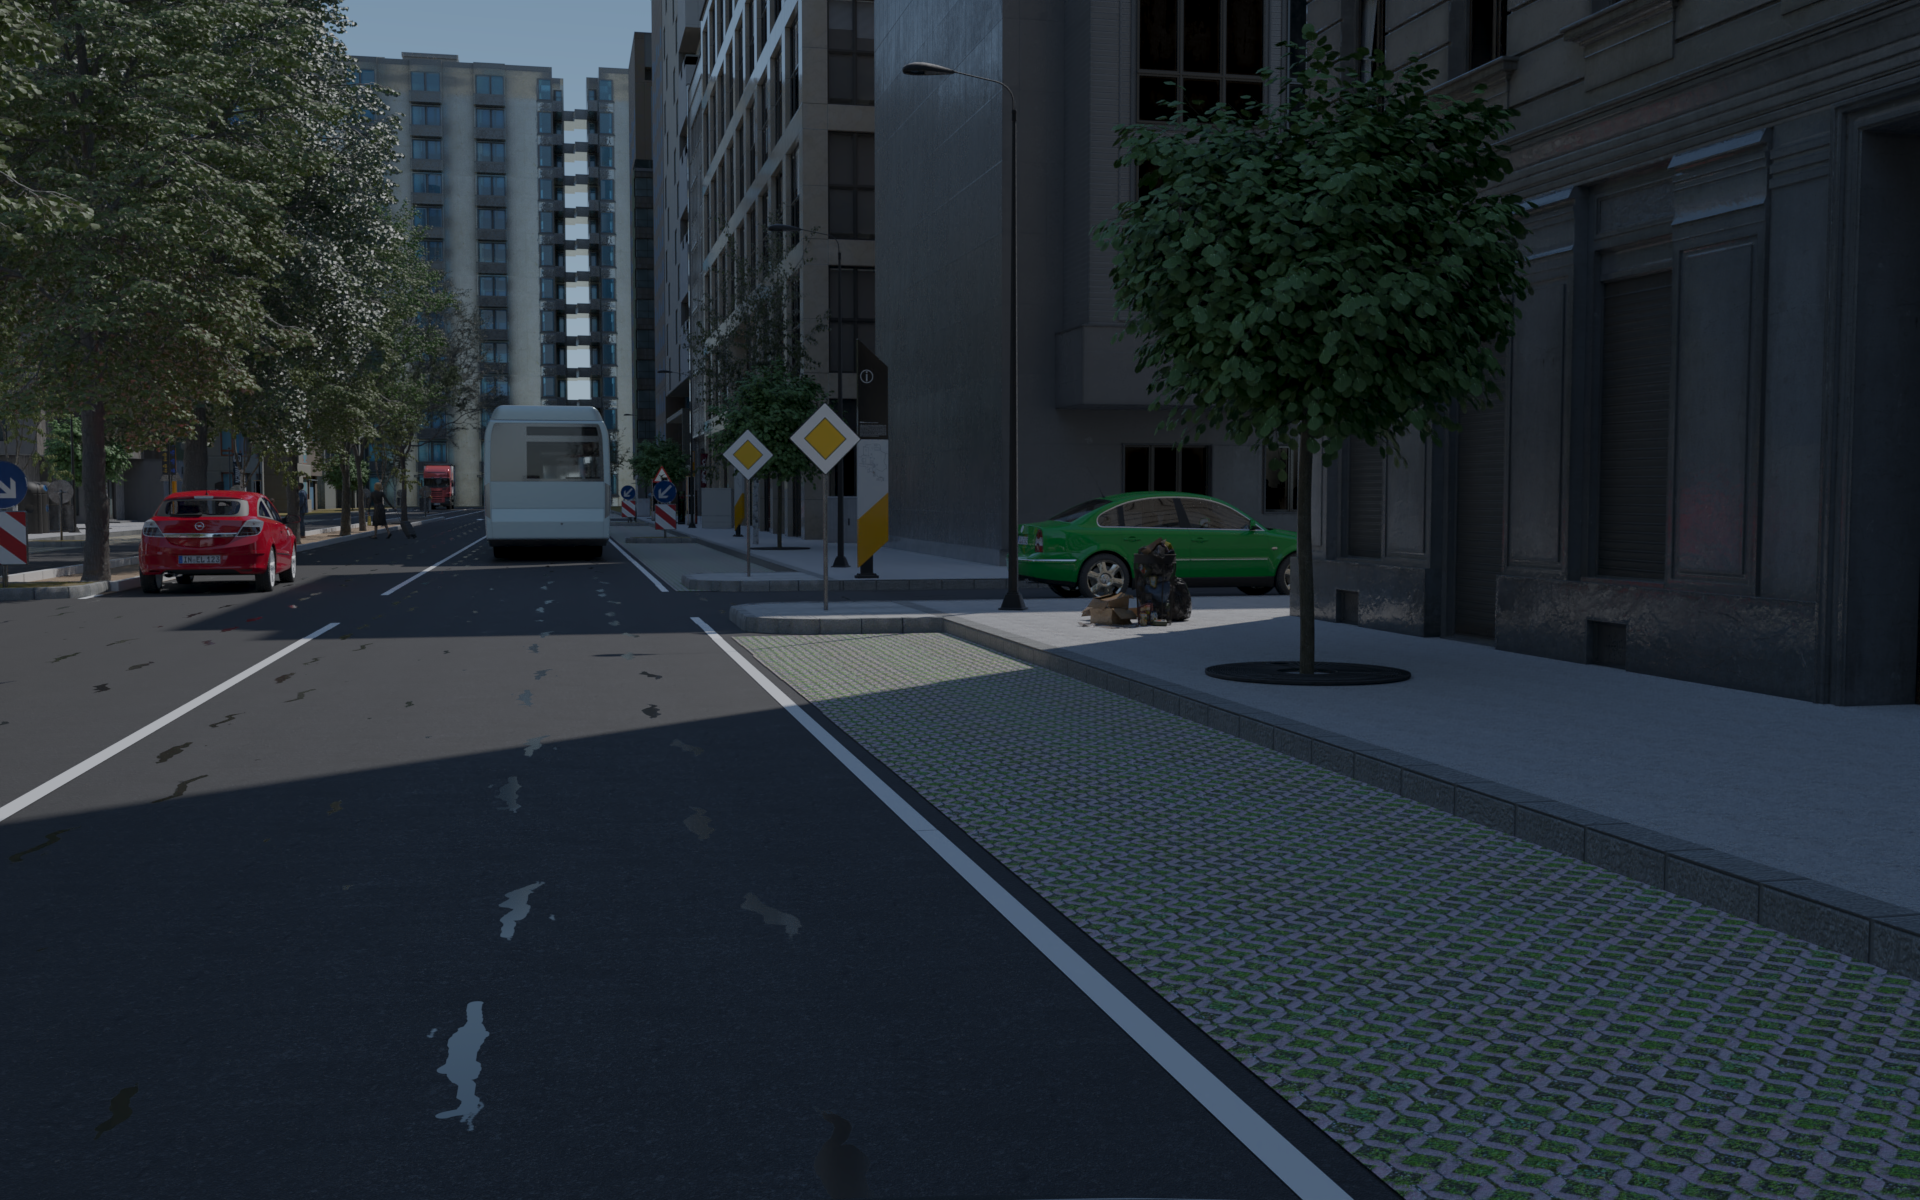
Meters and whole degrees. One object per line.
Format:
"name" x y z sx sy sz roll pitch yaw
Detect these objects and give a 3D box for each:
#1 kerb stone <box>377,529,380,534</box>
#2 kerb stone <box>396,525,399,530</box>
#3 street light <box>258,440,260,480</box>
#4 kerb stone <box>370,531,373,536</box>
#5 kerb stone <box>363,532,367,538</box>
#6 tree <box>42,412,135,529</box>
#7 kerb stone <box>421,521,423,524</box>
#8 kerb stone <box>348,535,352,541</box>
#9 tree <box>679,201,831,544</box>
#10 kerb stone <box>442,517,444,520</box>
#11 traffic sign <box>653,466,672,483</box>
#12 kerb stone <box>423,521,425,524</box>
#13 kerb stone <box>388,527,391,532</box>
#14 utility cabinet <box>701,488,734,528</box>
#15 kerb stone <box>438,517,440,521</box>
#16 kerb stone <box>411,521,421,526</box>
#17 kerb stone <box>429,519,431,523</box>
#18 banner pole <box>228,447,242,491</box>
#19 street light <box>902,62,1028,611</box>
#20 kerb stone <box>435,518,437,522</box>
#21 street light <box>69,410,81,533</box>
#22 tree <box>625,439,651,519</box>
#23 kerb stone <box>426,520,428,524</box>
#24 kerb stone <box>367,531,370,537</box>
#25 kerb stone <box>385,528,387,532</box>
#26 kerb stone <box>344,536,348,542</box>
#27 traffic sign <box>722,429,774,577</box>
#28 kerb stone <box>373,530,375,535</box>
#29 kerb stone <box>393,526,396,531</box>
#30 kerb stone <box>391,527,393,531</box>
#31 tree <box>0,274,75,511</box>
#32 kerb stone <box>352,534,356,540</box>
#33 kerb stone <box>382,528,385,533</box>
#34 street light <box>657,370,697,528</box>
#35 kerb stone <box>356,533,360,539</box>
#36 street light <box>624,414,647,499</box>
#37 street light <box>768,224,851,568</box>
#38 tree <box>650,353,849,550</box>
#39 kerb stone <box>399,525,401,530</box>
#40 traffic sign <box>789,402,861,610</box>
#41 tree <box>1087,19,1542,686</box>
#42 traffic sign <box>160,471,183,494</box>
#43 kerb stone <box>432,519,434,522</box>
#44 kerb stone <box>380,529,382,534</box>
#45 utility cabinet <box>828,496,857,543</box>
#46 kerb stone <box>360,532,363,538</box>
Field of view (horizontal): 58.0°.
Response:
"kerb stone" -20.586 -2.363 60.832 0.120 0.150 1.000 -1 4 -13
"kerb stone" -22.197 -2.791 67.828 0.120 0.150 1.000 -1 4 -13
"street light" -36.997 -7.358 92.846 1.470 5.913 1.316 -1 4 -13
"kerb stone" -20.127 -2.240 58.833 0.120 0.150 1.000 -1 4 -13
"kerb stone" -19.660 -2.118 56.837 0.120 0.150 1.000 -1 4 -13
"tree" -32.001 -4.885 63.583 4.285 4.588 4.351 0 3 0
"kerb stone" -24.984 -3.522 79.831 0.120 0.150 1.000 -1 4 -13
"kerb stone" -18.742 -1.871 52.846 0.120 0.150 1.000 -1 4 -13
"tree" -5.258 -5.741 44.233 4.360 8.622 3.978 0 3 0
"kerb stone" -28.212 -4.381 93.822 0.120 0.150 1.000 -1 4 -13
"traffic sign" -13.720 -4.880 79.790 0.884 2.594 0.081 -1 4 -9
"kerb stone" -25.208 -3.586 80.829 0.120 0.150 1.000 -1 4 -13
"kerb stone" -21.516 -2.608 64.830 0.120 0.150 1.000 -1 4 -13
"utility cabinet" -8.972 -3.397 64.225 1.173 1.500 0.318 1 4 14
"kerb stone" -27.523 -4.197 90.821 0.120 0.150 1.000 -1 4 -13
"kerb stone" -24.753 -3.464 78.835 0.120 0.150 1.000 -1 4 -13
"kerb stone" -26.134 -3.824 84.824 0.120 0.150 1.000 -1 4 -13
"banner pole" -38.682 -6.259 92.359 0.863 3.779 0.401 -1 4 -21
"street light" 0.062 -2.838 18.936 1.470 5.913 1.316 -1 4 -13
"kerb stone" -27.064 -4.074 88.826 0.120 0.150 1.000 -1 4 -13
"street light" -28.810 -5.187 57.349 1.470 5.913 1.316 -1 4 -13
"tree" -15.597 -6.494 89.897 4.285 4.588 4.351 0 3 0
"kerb stone" -25.668 -3.708 82.824 0.120 0.150 1.000 -1 4 -13
"kerb stone" -19.899 -2.180 57.833 0.120 0.150 1.000 -1 4 -13
"kerb stone" -21.294 -2.547 63.832 0.120 0.150 1.000 -1 4 -13
"kerb stone" -18.512 -1.814 51.848 0.120 0.150 1.000 -1 4 -13
"traffic sign" -3.281 -1.418 26.827 0.795 2.450 0.064 -1 4 -13
"kerb stone" -20.360 -2.296 59.832 0.120 0.150 1.000 -1 4 -13
"kerb stone" -21.979 -2.730 66.829 0.120 0.150 1.000 -1 4 -13
"kerb stone" -21.748 -2.669 65.833 0.120 0.150 1.000 -1 4 -13
"tree" -28.966 -6.282 53.075 4.737 8.622 4.395 0 3 0
"kerb stone" -18.973 -1.930 53.842 0.120 0.150 1.000 -1 4 -13
"kerb stone" -21.052 -2.481 62.839 0.120 0.150 1.000 -1 4 -13
"street light" -10.628 -5.657 65.029 1.470 5.913 1.316 -1 4 -13
"kerb stone" -19.207 -1.997 54.843 0.120 0.150 1.000 -1 4 -13
"street light" -18.748 -7.817 100.351 1.470 5.913 1.316 -1 4 -13
"street light" -2.618 -3.519 30.073 1.470 5.913 1.316 -1 4 -13
"tree" -4.141 -3.452 40.154 4.285 4.588 4.351 0 3 0
"kerb stone" -22.438 -2.852 68.829 0.120 0.150 1.000 -1 4 -13
"traffic sign" -1.483 -0.942 19.046 0.795 2.450 0.064 -1 4 -13
"tree" 2.515 -1.742 12.198 4.285 4.588 4.351 0 3 0
"traffic sign" -32.564 -4.374 71.526 0.884 2.594 0.081 -1 4 -11
"kerb stone" -26.596 -3.952 86.816 0.120 0.150 1.000 -1 4 -13
"kerb stone" -20.823 -2.422 61.835 0.120 0.150 1.000 -1 4 -13
"utility cabinet" -3.063 -2.101 45.513 1.020 1.237 0.306 1 4 14
"kerb stone" -19.436 -2.058 55.839 0.120 0.150 1.000 -1 4 -13
